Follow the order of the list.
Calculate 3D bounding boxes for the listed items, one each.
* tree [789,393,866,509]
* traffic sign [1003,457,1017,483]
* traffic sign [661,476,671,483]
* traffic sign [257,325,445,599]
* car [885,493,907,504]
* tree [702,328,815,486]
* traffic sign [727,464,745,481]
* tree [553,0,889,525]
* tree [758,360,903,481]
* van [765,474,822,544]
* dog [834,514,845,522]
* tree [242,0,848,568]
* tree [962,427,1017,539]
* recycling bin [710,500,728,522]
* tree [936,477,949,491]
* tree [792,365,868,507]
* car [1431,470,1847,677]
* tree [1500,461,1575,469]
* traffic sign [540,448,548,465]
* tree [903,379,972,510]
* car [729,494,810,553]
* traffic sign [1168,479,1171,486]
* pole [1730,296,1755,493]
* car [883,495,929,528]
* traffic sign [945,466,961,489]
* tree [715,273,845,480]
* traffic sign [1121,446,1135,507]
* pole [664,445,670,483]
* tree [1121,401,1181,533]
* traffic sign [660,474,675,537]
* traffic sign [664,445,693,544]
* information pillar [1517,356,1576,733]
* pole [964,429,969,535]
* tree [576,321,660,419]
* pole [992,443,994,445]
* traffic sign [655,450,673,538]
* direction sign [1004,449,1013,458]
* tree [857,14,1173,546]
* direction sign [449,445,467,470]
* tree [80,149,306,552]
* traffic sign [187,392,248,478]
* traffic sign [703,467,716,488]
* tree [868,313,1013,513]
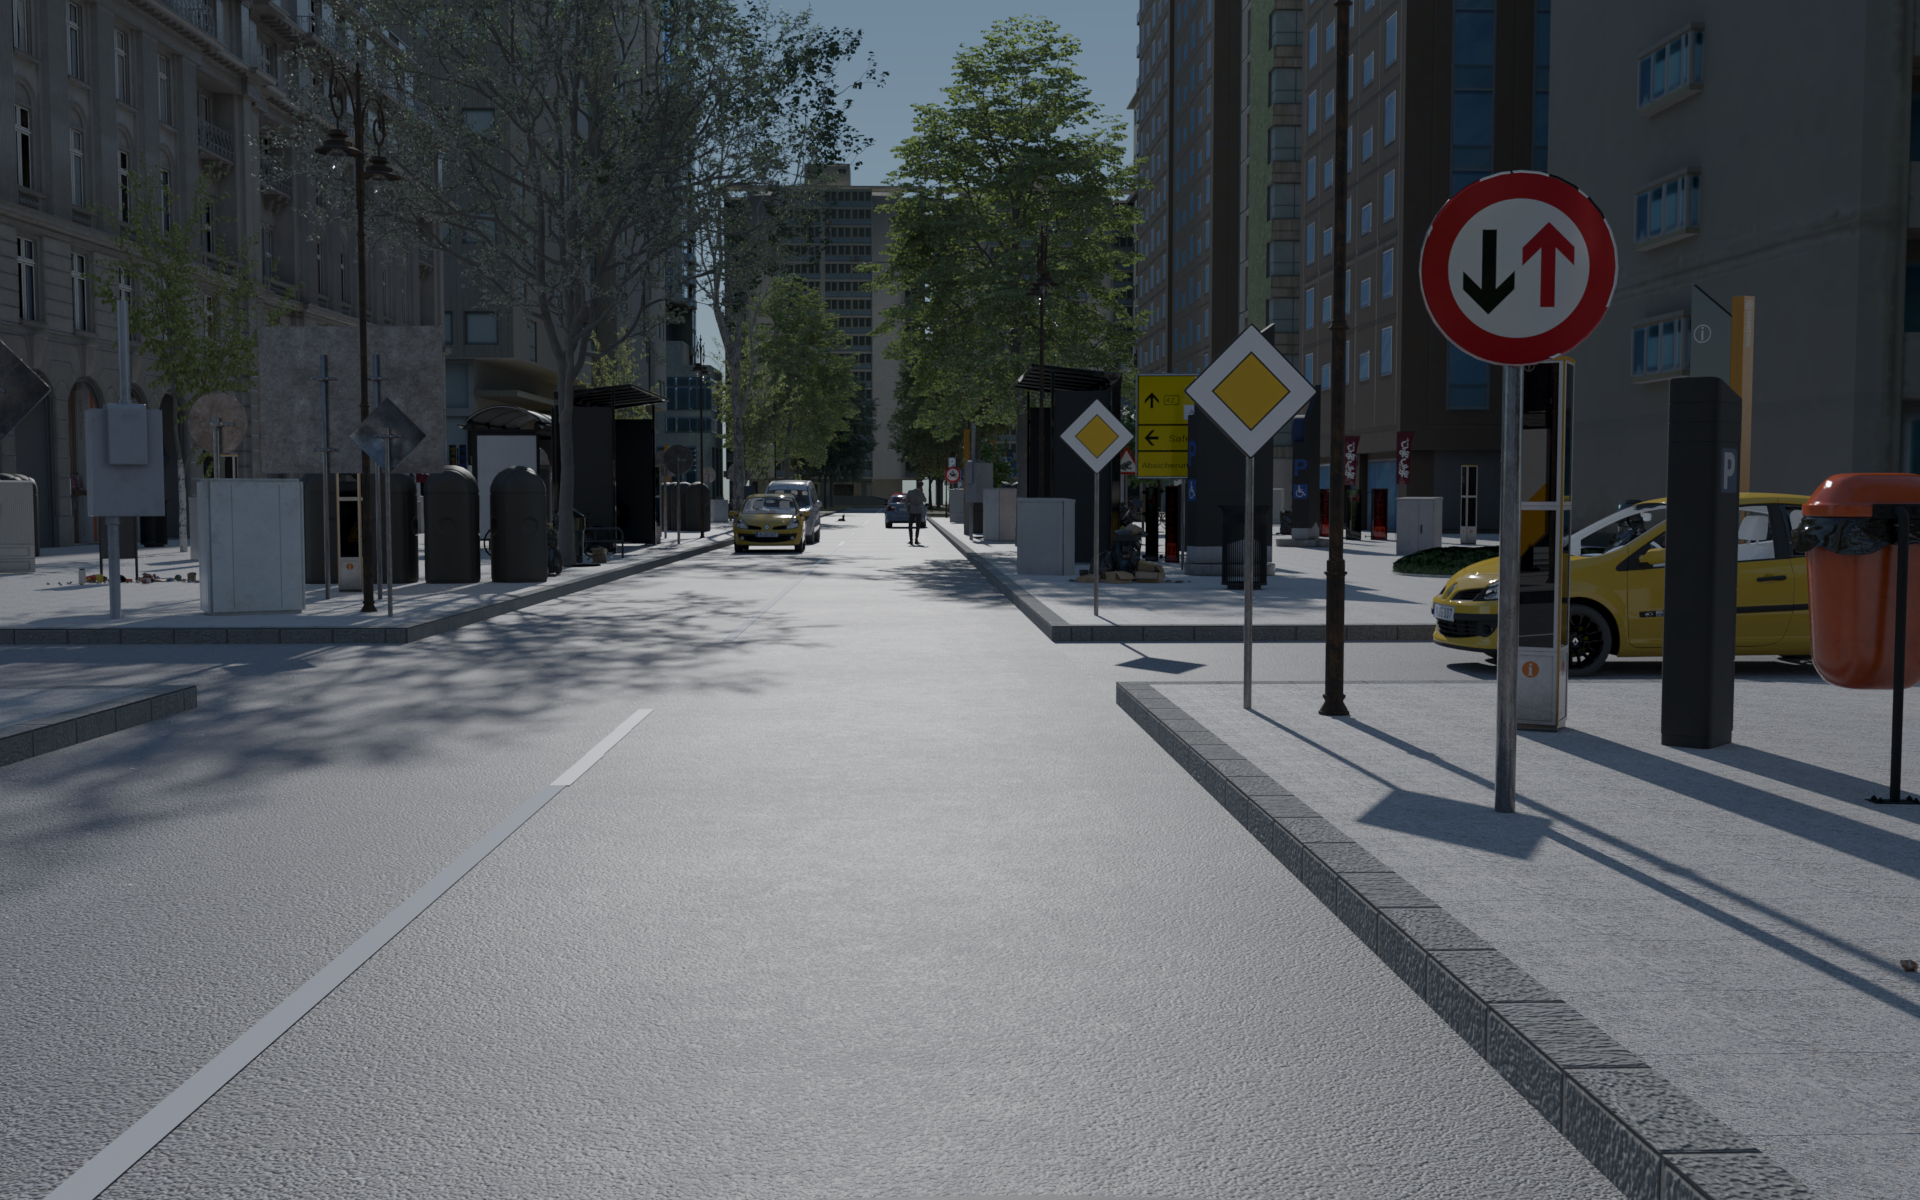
[{"bbox_3d":[-12.048,-13.305,151.948,8.767,10.594,7.601,2,4,24],"label":"tree"},{"bbox_3d":[1.630,-3.633,59.499,0.768,2.556,0.104,0,4,3],"label":"traffic sign"},{"bbox_3d":[-13.260,-4.726,77.377,0.768,2.556,0.104,0,4,5],"label":"traffic sign"},{"bbox_3d":[-7.381,-1.659,21.000,2.265,3.308,0.079,0,4,3],"label":"traffic sign"},{"bbox_3d":[-3.454,-5.792,103.744,2.155,1.783,4.494,0,4,-1],"label":"car"},{"bbox_3d":[-9.284,-7.685,76.016,4.360,8.622,3.978,0,3,0],"label":"tree"},{"bbox_3d":[-9.443,-4.463,73.076,0.768,2.556,0.104,0,4,4],"label":"traffic sign"},{"bbox_3d":[-9.314,-12.593,61.781,12.611,20.169,13.585,0,3,0],"label":"tree"},{"bbox_3d":[-11.269,-12.513,130.336,9.928,11.665,9.643,0,3,0],"label":"tree"},{"bbox_3d":[-5.053,-2.705,51.238,2.013,2.044,4.112,0,4,-1],"label":"van"},{"bbox_3d":[-6.230,-4.286,90.263,0.748,0.427,0.550,-1,4,-14],"label":"dog"},{"bbox_3d":[-6.848,-7.320,30.048,12.009,13.543,11.850,0,3,0],"label":"tree"},{"bbox_3d":[0.775,-3.407,50.309,1.663,3.219,1.824,0,3,0],"label":"tree"},{"bbox_3d":[-10.987,-4.053,78.827,0.722,1.027,0.722,-2,4,-25],"label":"recycling bin"},{"bbox_3d":[-2.077,-13.150,165.358,4.360,8.622,3.978,0,3,0],"label":"tree"},{"bbox_3d":[-12.442,-16.023,168.634,9.857,13.997,8.962,0,3,0],"label":"tree"},{"bbox_3d":[5.957,-0.252,14.339,3.980,1.641,2.015,0,4,-2],"label":"car"},{"bbox_3d":[13.535,-2.854,41.260,1.663,3.219,1.824,0,3,0],"label":"tree"},{"bbox_3d":[-11.496,-2.857,46.814,0.768,2.556,0.104,0,4,8],"label":"traffic sign"},{"bbox_3d":[-2.320,-13.163,140.975,9.928,11.665,9.643,0,3,0],"label":"tree"},{"bbox_3d":[-4.775,-2.048,43.705,2.015,1.641,3.980,0,4,-3],"label":"car"},{"bbox_3d":[5.490,-2.766,45.332,0.768,2.556,0.104,0,3,0],"label":"traffic sign"},{"bbox_3d":[8.076,-1.474,17.950,0.158,3.312,0.155,0,3,0],"label":"pole"},{"bbox_3d":[-2.331,-3.841,74.806,2.014,1.417,4.499,0,4,0],"label":"car"},{"bbox_3d":[-0.321,-4.856,79.503,0.768,2.556,0.104,0,4,7],"label":"traffic sign"},{"bbox_3d":[-8.556,-10.465,89.230,7.486,12.596,7.792,0,3,0],"label":"tree"},{"bbox_3d":[4.519,-2.877,47.041,0.884,2.594,0.081,0,4,6],"label":"traffic sign"},{"bbox_3d":[-12.121,-4.765,71.746,0.158,3.312,0.155,0,3,0],"label":"pole"},{"bbox_3d":[6.123,-4.519,57.597,4.285,4.588,4.351,0,3,0],"label":"tree"},{"bbox_3d":[-8.980,-3.176,51.928,0.884,2.594,0.081,0,4,4],"label":"traffic sign"},{"bbox_3d":[-7.243,-2.717,44.534,0.768,2.556,0.104,0,4,3],"label":"traffic sign"},{"bbox_3d":[3.149,-0.302,9.436,0.304,2.012,0.304,2,4,28],"label":"information pillar"},{"bbox_3d":[0.207,-3.709,54.493,0.158,3.312,0.155,0,3,0],"label":"pole"},{"bbox_3d":[-14.883,-7.569,74.123,4.360,8.622,3.978,0,3,0],"label":"tree"},{"bbox_3d":[1.191,-4.360,65.135,0.158,3.312,0.155,0,3,0],"label":"pole"},{"bbox_3d":[-8.518,-3.054,50.033,0.768,2.556,0.104,0,4,0],"label":"traffic sign"},{"bbox_3d":[2.407,-5.851,87.656,0.379,3.537,0.876,3,5,41],"label":"direction sign"},{"bbox_3d":[1.156,-7.572,41.926,7.486,12.596,7.792,0,3,0],"label":"tree"},{"bbox_3d":[-23.070,-5.360,79.634,0.876,3.537,0.379,1,4,15],"label":"direction sign"},{"bbox_3d":[-16.922,-5.363,38.044,4.737,8.622,4.395,0,3,0],"label":"tree"},{"bbox_3d":[-9.273,-1.317,21.639,0.768,2.556,0.104,0,4,1],"label":"traffic sign"},{"bbox_3d":[-11.731,-4.923,80.589,0.768,2.556,0.104,0,4,5],"label":"traffic sign"},{"bbox_3d":[-0.584,-12.933,118.105,9.857,13.997,8.962,0,3,0],"label":"tree"}]
